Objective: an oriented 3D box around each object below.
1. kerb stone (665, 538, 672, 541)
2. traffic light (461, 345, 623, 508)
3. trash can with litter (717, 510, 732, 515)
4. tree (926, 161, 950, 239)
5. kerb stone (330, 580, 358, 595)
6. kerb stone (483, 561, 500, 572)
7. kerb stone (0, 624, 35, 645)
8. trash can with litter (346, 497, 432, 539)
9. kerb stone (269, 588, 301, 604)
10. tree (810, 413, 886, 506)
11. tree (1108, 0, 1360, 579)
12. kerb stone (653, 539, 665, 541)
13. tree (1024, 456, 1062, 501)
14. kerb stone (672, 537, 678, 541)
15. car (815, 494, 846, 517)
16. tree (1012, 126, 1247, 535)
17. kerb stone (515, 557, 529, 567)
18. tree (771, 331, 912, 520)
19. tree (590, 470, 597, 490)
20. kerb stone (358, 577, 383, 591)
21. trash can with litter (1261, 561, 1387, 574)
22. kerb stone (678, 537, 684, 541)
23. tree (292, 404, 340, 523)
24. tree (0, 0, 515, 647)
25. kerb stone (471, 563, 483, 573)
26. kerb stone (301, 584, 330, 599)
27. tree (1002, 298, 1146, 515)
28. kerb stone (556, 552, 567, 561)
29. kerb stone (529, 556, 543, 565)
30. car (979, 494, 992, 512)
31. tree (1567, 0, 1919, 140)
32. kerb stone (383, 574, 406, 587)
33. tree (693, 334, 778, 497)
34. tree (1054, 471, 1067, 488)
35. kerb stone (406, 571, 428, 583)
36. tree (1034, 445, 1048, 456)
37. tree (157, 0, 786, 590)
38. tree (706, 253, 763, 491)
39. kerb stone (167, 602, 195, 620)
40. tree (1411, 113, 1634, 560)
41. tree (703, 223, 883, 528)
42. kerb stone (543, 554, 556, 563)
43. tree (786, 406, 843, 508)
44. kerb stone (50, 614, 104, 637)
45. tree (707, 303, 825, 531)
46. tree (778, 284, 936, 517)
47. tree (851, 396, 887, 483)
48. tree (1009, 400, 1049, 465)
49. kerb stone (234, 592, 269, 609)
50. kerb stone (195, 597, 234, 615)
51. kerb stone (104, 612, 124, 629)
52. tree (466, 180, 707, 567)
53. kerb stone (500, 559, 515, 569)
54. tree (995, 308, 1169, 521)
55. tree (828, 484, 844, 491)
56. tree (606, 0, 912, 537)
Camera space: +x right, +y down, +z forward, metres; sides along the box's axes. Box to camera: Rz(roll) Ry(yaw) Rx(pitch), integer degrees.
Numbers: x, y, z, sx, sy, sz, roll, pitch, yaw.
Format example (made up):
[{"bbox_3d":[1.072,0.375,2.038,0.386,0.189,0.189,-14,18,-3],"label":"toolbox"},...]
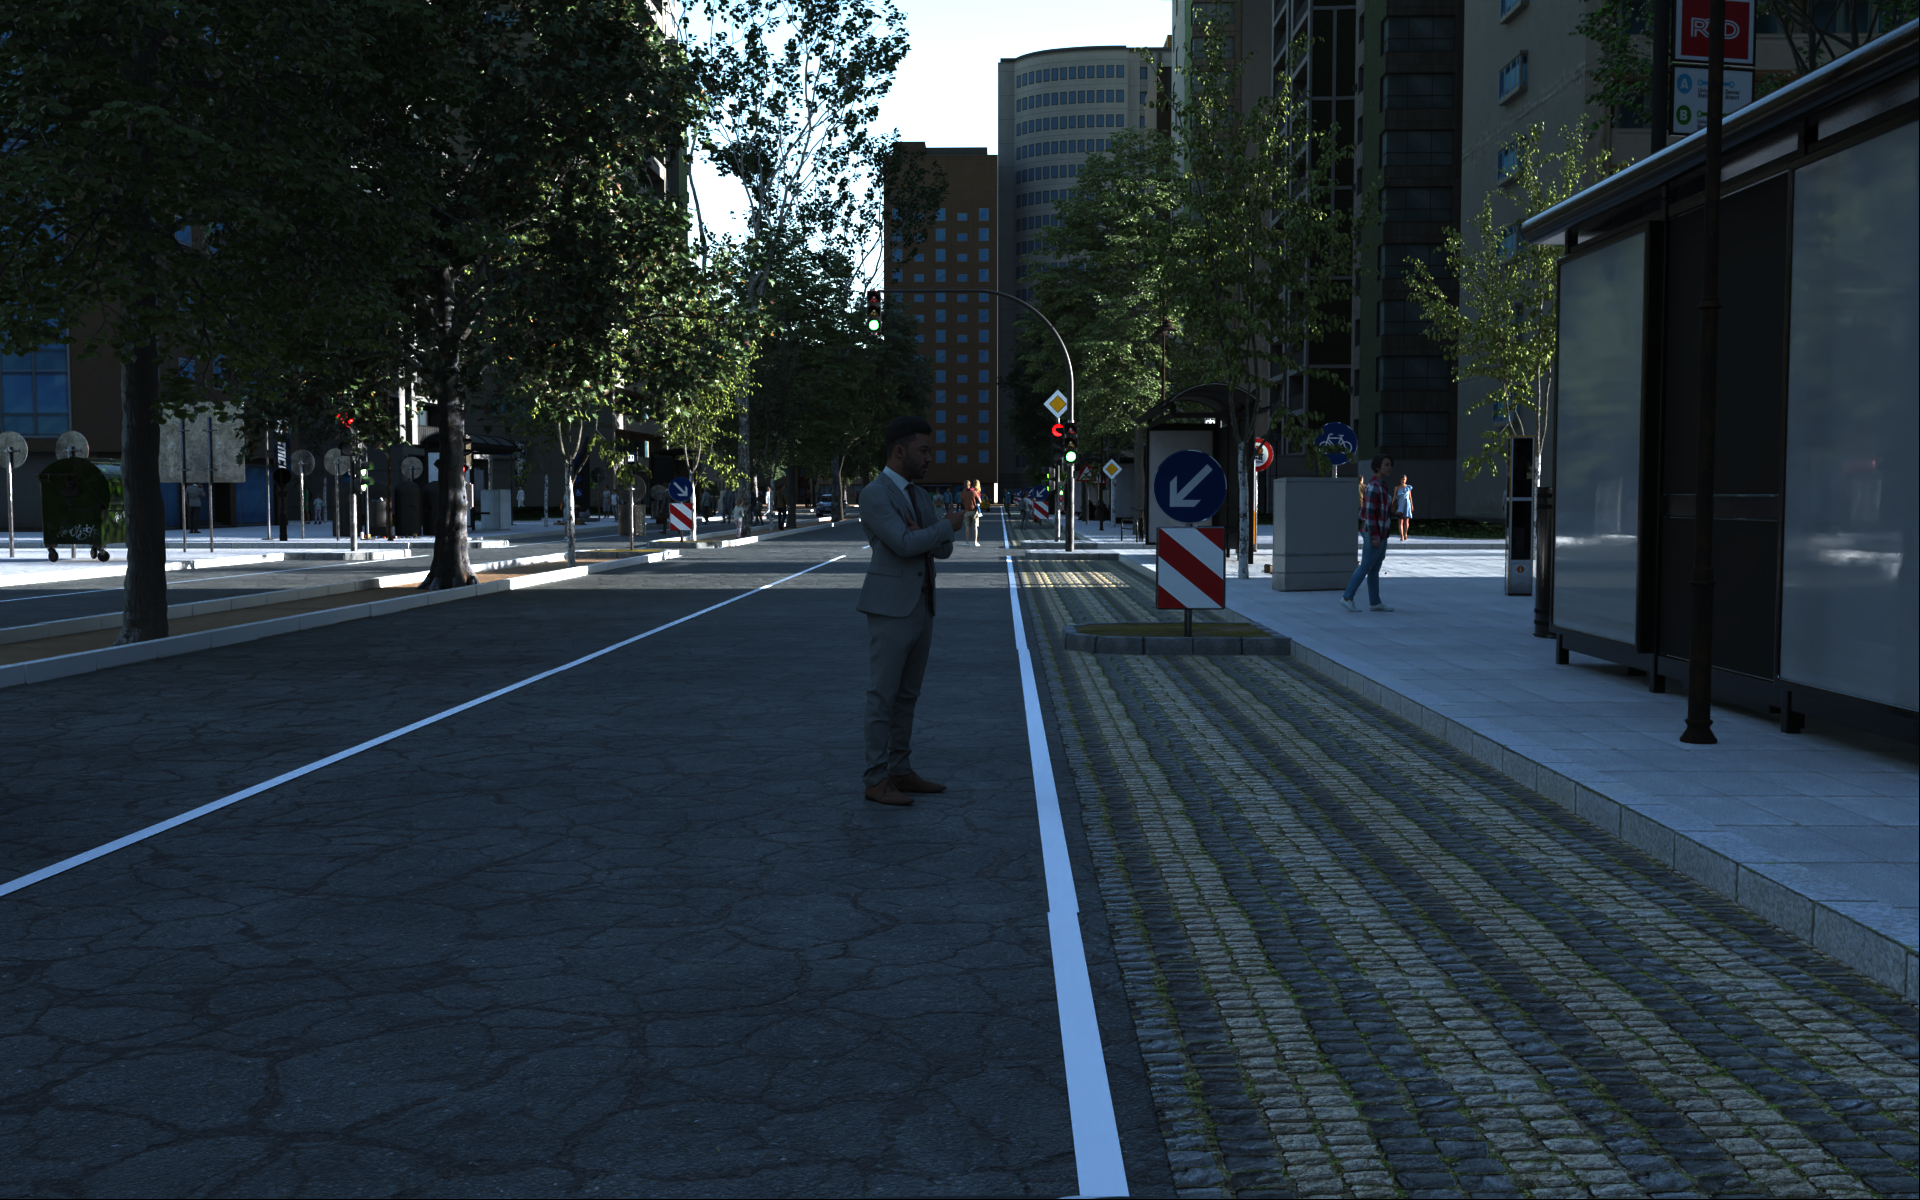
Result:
[{"bbox_3d":[-8.384,-1.638,48.974,0.120,0.150,1.000,0,4,1],"label":"kerb stone"},{"bbox_3d":[-11.360,-4.416,46.874,4.771,5.953,1.251,0,4,1],"label":"traffic light"},{"bbox_3d":[-14.750,-5.956,108.431,1.678,1.210,2.233,0,4,0],"label":"trash can with litter"},{"bbox_3d":[-7.202,-13.783,83.697,12.611,20.169,13.585,0,3,0],"label":"tree"},{"bbox_3d":[-8.935,-0.158,24.871,0.120,0.150,1.000,0,4,1],"label":"kerb stone"},{"bbox_3d":[-8.772,-0.603,32.053,0.120,0.150,1.000,0,4,1],"label":"kerb stone"},{"bbox_3d":[-9.120,0.345,16.666,0.120,0.150,1.000,0,4,1],"label":"kerb stone"},{"bbox_3d":[-16.434,-2.382,50.002,2.233,1.210,1.678,0,4,-6],"label":"trash can with litter"},{"bbox_3d":[-8.978,-0.038,22.821,0.120,0.150,1.000,0,4,1],"label":"kerb stone"},{"bbox_3d":[-12.590,-16.661,189.417,9.611,12.733,9.660,0,3,0],"label":"tree"},{"bbox_3d":[4.261,-4.610,25.736,4.737,8.622,4.395,0,3,0],"label":"tree"},{"bbox_3d":[-8.406,-1.575,47.952,0.120,0.150,1.000,0,4,1],"label":"kerb stone"},{"bbox_3d":[6.570,-9.135,133.063,4.285,4.588,4.351,0,3,0],"label":"tree"},{"bbox_3d":[-8.363,-1.701,50.009,0.120,0.150,1.000,0,4,1],"label":"kerb stone"},{"bbox_3d":[-8.279,-6.078,111.384,2.014,1.417,4.499,0,4,-1],"label":"car"},{"bbox_3d":[5.231,-8.331,54.338,7.486,12.596,7.792,0,3,0],"label":"tree"},{"bbox_3d":[-8.727,-0.728,34.099,0.120,0.150,1.000,0,4,1],"label":"kerb stone"},{"bbox_3d":[-6.429,-9.620,94.161,8.767,10.594,7.601,0,4,1],"label":"tree"},{"bbox_3d":[-26.284,-7.721,120.832,1.663,3.219,1.824,0,3,0],"label":"tree"},{"bbox_3d":[-8.909,-0.224,25.902,0.120,0.150,1.000,0,4,1],"label":"kerb stone"},{"bbox_3d":[5.582,-1.024,27.800,2.233,1.210,1.678,3,4,36],"label":"trash can with litter"},{"bbox_3d":[-8.345,-1.763,51.032,0.120,0.150,1.000,0,4,1],"label":"kerb stone"},{"bbox_3d":[-28.722,-7.779,77.553,4.360,8.622,3.978,0,3,0],"label":"tree"},{"bbox_3d":[-7.742,-5.854,16.299,7.486,12.596,7.792,0,3,0],"label":"tree"},{"bbox_3d":[-8.793,-0.540,31.026,0.120,0.150,1.000,0,4,1],"label":"kerb stone"},{"bbox_3d":[-8.960,-0.097,23.849,0.120,0.150,1.000,0,4,1],"label":"kerb stone"},{"bbox_3d":[6.991,-12.173,105.682,9.857,13.997,8.962,0,3,0],"label":"tree"},{"bbox_3d":[-8.654,-0.917,37.186,0.120,0.150,1.000,0,4,1],"label":"kerb stone"},{"bbox_3d":[-8.700,-0.791,35.121,0.120,0.150,1.000,0,4,1],"label":"kerb stone"},{"bbox_3d":[1.586,-8.072,142.198,2.015,1.641,3.980,0,4,3],"label":"car"},{"bbox_3d":[11.499,-5.876,21.834,9.928,11.665,9.643,0,3,0],"label":"tree"},{"bbox_3d":[-8.890,-0.290,26.934,0.120,0.150,1.000,0,4,1],"label":"kerb stone"},{"bbox_3d":[-14.506,-13.156,121.748,9.857,13.997,8.962,0,3,0],"label":"tree"},{"bbox_3d":[7.476,-7.973,124.960,1.663,3.219,1.824,0,3,0],"label":"tree"},{"bbox_3d":[-8.857,-0.348,27.955,0.120,0.150,1.000,0,4,1],"label":"kerb stone"},{"bbox_3d":[6.034,-7.124,66.835,4.737,8.622,4.395,0,3,0],"label":"tree"},{"bbox_3d":[-7.666,-6.509,25.895,9.611,12.733,9.660,0,3,0],"label":"tree"},{"bbox_3d":[-7.395,-5.808,47.775,4.737,8.622,4.395,0,3,0],"label":"tree"},{"bbox_3d":[-9.046,0.150,19.745,0.120,0.150,1.000,0,4,1],"label":"kerb stone"},{"bbox_3d":[11.073,-5.100,33.752,4.737,8.622,4.395,0,3,0],"label":"tree"},{"bbox_3d":[-7.147,-9.289,72.460,7.486,12.596,7.792,0,3,0],"label":"tree"},{"bbox_3d":[-8.674,-0.847,36.153,0.120,0.150,1.000,0,4,1],"label":"kerb stone"},{"bbox_3d":[-13.890,-14.657,165.403,9.928,11.665,9.643,0,3,0],"label":"tree"},{"bbox_3d":[-9.096,0.275,17.694,0.120,0.150,1.000,0,4,1],"label":"kerb stone"},{"bbox_3d":[-7.214,-6.931,66.145,4.360,8.622,3.978,0,3,0],"label":"tree"},{"bbox_3d":[-5.838,-12.014,105.539,9.857,13.997,8.962,0,3,0],"label":"tree"},{"bbox_3d":[-5.859,-9.885,114.431,4.737,8.622,4.395,0,3,0],"label":"tree"},{"bbox_3d":[8.112,-14.079,155.948,9.928,11.665,9.643,0,3,0],"label":"tree"},{"bbox_3d":[-8.997,0.025,21.792,0.120,0.150,1.000,0,4,1],"label":"kerb stone"},{"bbox_3d":[-9.021,0.088,20.766,0.120,0.150,1.000,0,4,1],"label":"kerb stone"},{"bbox_3d":[-9.076,0.213,18.715,0.120,0.150,1.000,0,4,1],"label":"kerb stone"},{"bbox_3d":[-7.544,-4.921,33.279,4.737,8.622,4.395,0,3,0],"label":"tree"},{"bbox_3d":[-8.749,-0.665,33.075,0.120,0.150,1.000,0,4,1],"label":"kerb stone"},{"bbox_3d":[5.914,-9.005,81.636,8.767,10.594,7.601,0,4,1],"label":"tree"},{"bbox_3d":[-13.118,-11.386,180.768,1.663,3.219,1.824,0,3,0],"label":"tree"},{"bbox_3d":[-8.285,-12.165,57.246,12.611,20.169,13.585,0,3,0],"label":"tree"}]
